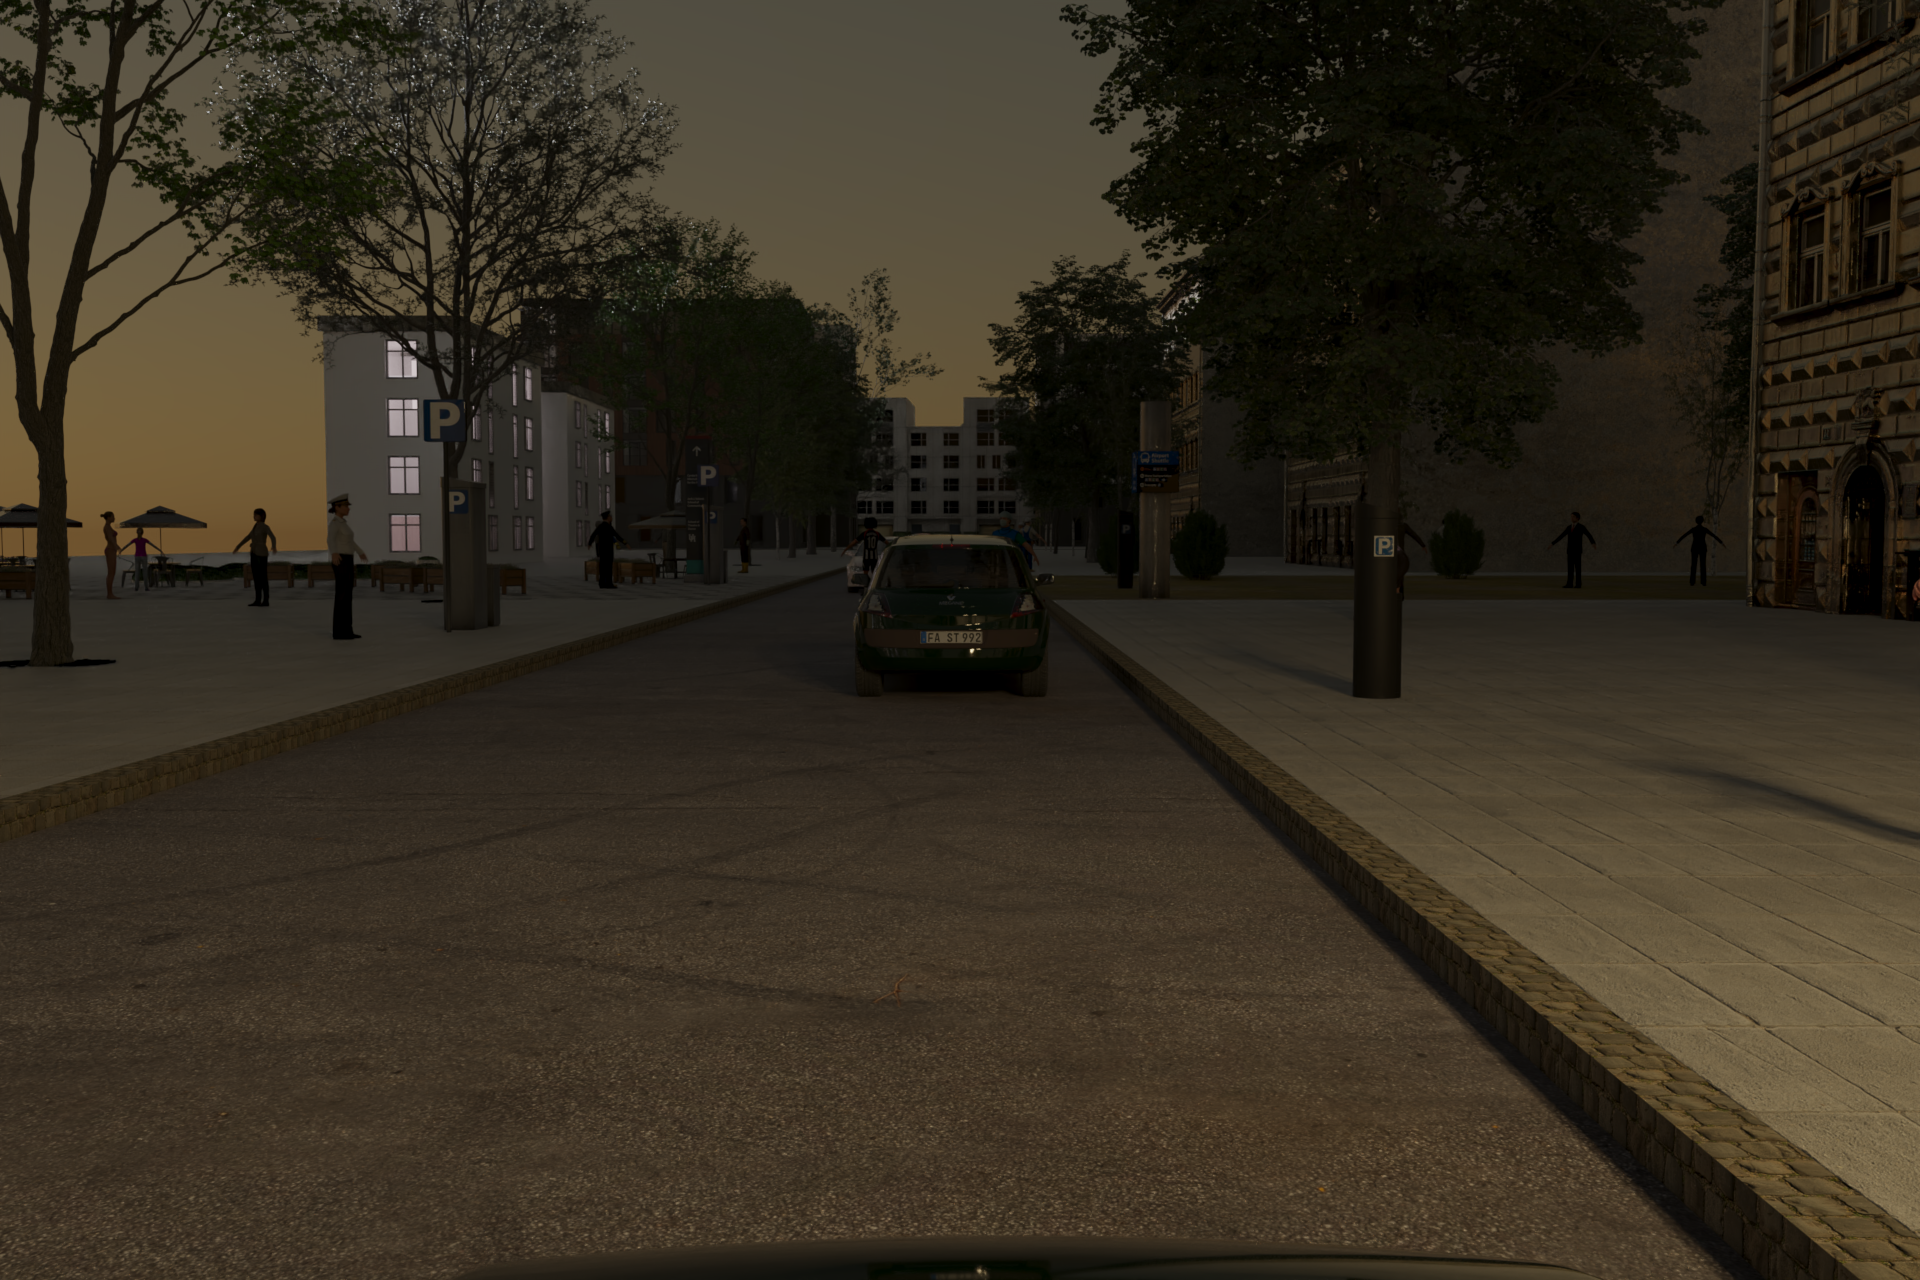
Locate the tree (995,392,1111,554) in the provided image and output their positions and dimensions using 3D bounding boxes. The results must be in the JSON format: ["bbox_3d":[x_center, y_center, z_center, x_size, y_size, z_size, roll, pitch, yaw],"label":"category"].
[{"bbox_3d":[6.307,-10.831,111.507,8.767,10.594,7.601,-2,4,-24],"label":"tree"}]

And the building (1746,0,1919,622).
[{"bbox_3d":[23.196,-11.622,20.954,19.493,23.208,18.063,0,4,0],"label":"building"}]

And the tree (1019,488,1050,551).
[{"bbox_3d":[6.657,-11.071,131.371,4.360,8.622,3.978,0,3,0],"label":"tree"}]

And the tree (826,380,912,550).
[{"bbox_3d":[-8.865,-13.962,138.643,12.009,13.543,11.850,0,3,0],"label":"tree"}]

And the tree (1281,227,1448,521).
[{"bbox_3d":[9.896,-5.483,40.001,4.360,8.622,3.978,0,3,0],"label":"tree"}]

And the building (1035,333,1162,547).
[{"bbox_3d":[22.217,-21.320,192.557,27.936,21.610,32.646,0,4,0],"label":"building"}]

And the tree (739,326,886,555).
[{"bbox_3d":[-9.275,-12.313,107.980,9.857,13.997,8.962,0,3,0],"label":"tree"}]

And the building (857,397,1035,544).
[{"bbox_3d":[0.789,-22.106,230.343,31.486,18.905,16.747,0,4,2],"label":"building"}]

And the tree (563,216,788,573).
[{"bbox_3d":[-9.441,-8.009,56.701,9.928,11.665,9.643,0,3,0],"label":"tree"}]

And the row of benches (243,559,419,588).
[{"bbox_3d":[-15.237,-1.611,41.802,4.104,0.672,1.422,-1,4,-14],"label":"row of benches"}]

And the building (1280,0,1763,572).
[{"bbox_3d":[23.513,-14.402,66.407,19.493,23.208,18.063,0,3,0],"label":"building"}]

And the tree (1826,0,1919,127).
[{"bbox_3d":[6.414,-5.974,8.047,12.009,13.543,11.850,0,3,0],"label":"tree"}]

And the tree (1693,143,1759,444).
[{"bbox_3d":[22.204,-8.189,40.546,9.857,13.997,8.962,0,3,0],"label":"tree"}]

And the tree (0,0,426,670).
[{"bbox_3d":[-8.787,-5.546,16.440,9.928,11.665,9.643,0,3,0],"label":"tree"}]

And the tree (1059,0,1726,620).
[{"bbox_3d":[6.220,-7.262,25.395,9.857,13.997,8.962,0,3,0],"label":"tree"}]

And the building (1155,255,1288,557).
[{"bbox_3d":[22.703,-16.821,105.945,19.493,23.208,18.063,0,4,0],"label":"building"}]

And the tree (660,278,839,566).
[{"bbox_3d":[-8.484,-8.814,69.864,9.928,11.665,9.643,0,3,0],"label":"tree"}]

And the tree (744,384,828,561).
[{"bbox_3d":[-8.681,-8.132,83.323,4.737,8.622,4.395,0,3,0],"label":"tree"}]

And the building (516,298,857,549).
[{"bbox_3d":[-24.622,-19.735,166.649,27.936,21.610,32.646,0,4,-1],"label":"building"}]

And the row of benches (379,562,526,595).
[{"bbox_3d":[-11.007,-1.358,37.669,4.104,0.672,1.422,2,4,32],"label":"row of benches"}]

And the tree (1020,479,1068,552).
[{"bbox_3d":[6.402,-10.662,124.678,4.737,8.622,4.395,0,3,0],"label":"tree"}]

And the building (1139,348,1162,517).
[{"bbox_3d":[23.175,-19.351,172.803,16.016,20.090,11.380,0,4,0],"label":"building"}]

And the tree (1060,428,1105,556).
[{"bbox_3d":[6.321,-9.128,99.602,4.360,8.622,3.978,0,3,0],"label":"tree"}]

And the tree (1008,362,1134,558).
[{"bbox_3d":[6.638,-9.535,90.317,8.767,10.594,7.601,0,4,3],"label":"tree"}]

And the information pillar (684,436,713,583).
[{"bbox_3d":[-6.901,-3.454,45.856,0.750,3.857,0.750,0,4,-1],"label":"information pillar"}]

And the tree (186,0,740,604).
[{"bbox_3d":[-9.383,-7.442,32.047,12.009,13.543,11.850,0,3,0],"label":"tree"}]

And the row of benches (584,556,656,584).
[{"bbox_3d":[-9.085,-1.867,45.991,1.422,0.672,4.104,-2,4,-29],"label":"row of benches"}]

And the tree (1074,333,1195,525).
[{"bbox_3d":[5.843,-6.968,64.282,4.360,8.622,3.978,0,3,0],"label":"tree"}]

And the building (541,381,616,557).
[{"bbox_3d":[-26.168,-10.217,109.196,9.099,9.664,28.070,0,4,-1],"label":"building"}]

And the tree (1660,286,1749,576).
[{"bbox_3d":[22.641,-6.235,52.312,4.360,8.622,3.978,0,3,0],"label":"tree"}]

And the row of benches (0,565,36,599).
[{"bbox_3d":[-20.172,-1.179,34.734,4.104,0.672,1.422,1,4,14],"label":"row of benches"}]

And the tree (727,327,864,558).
[{"bbox_3d":[-8.994,-10.720,93.403,7.486,12.596,7.792,0,3,0],"label":"tree"}]

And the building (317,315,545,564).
[{"bbox_3d":[-23.851,-8.469,80.623,9.099,9.664,28.070,0,4,0],"label":"building"}]

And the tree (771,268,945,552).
[{"bbox_3d":[-7.948,-16.339,123.034,12.611,20.169,13.585,0,3,0],"label":"tree"}]

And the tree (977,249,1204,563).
[{"bbox_3d":[5.874,-10.422,77.059,9.857,13.997,8.962,0,3,0],"label":"tree"}]
